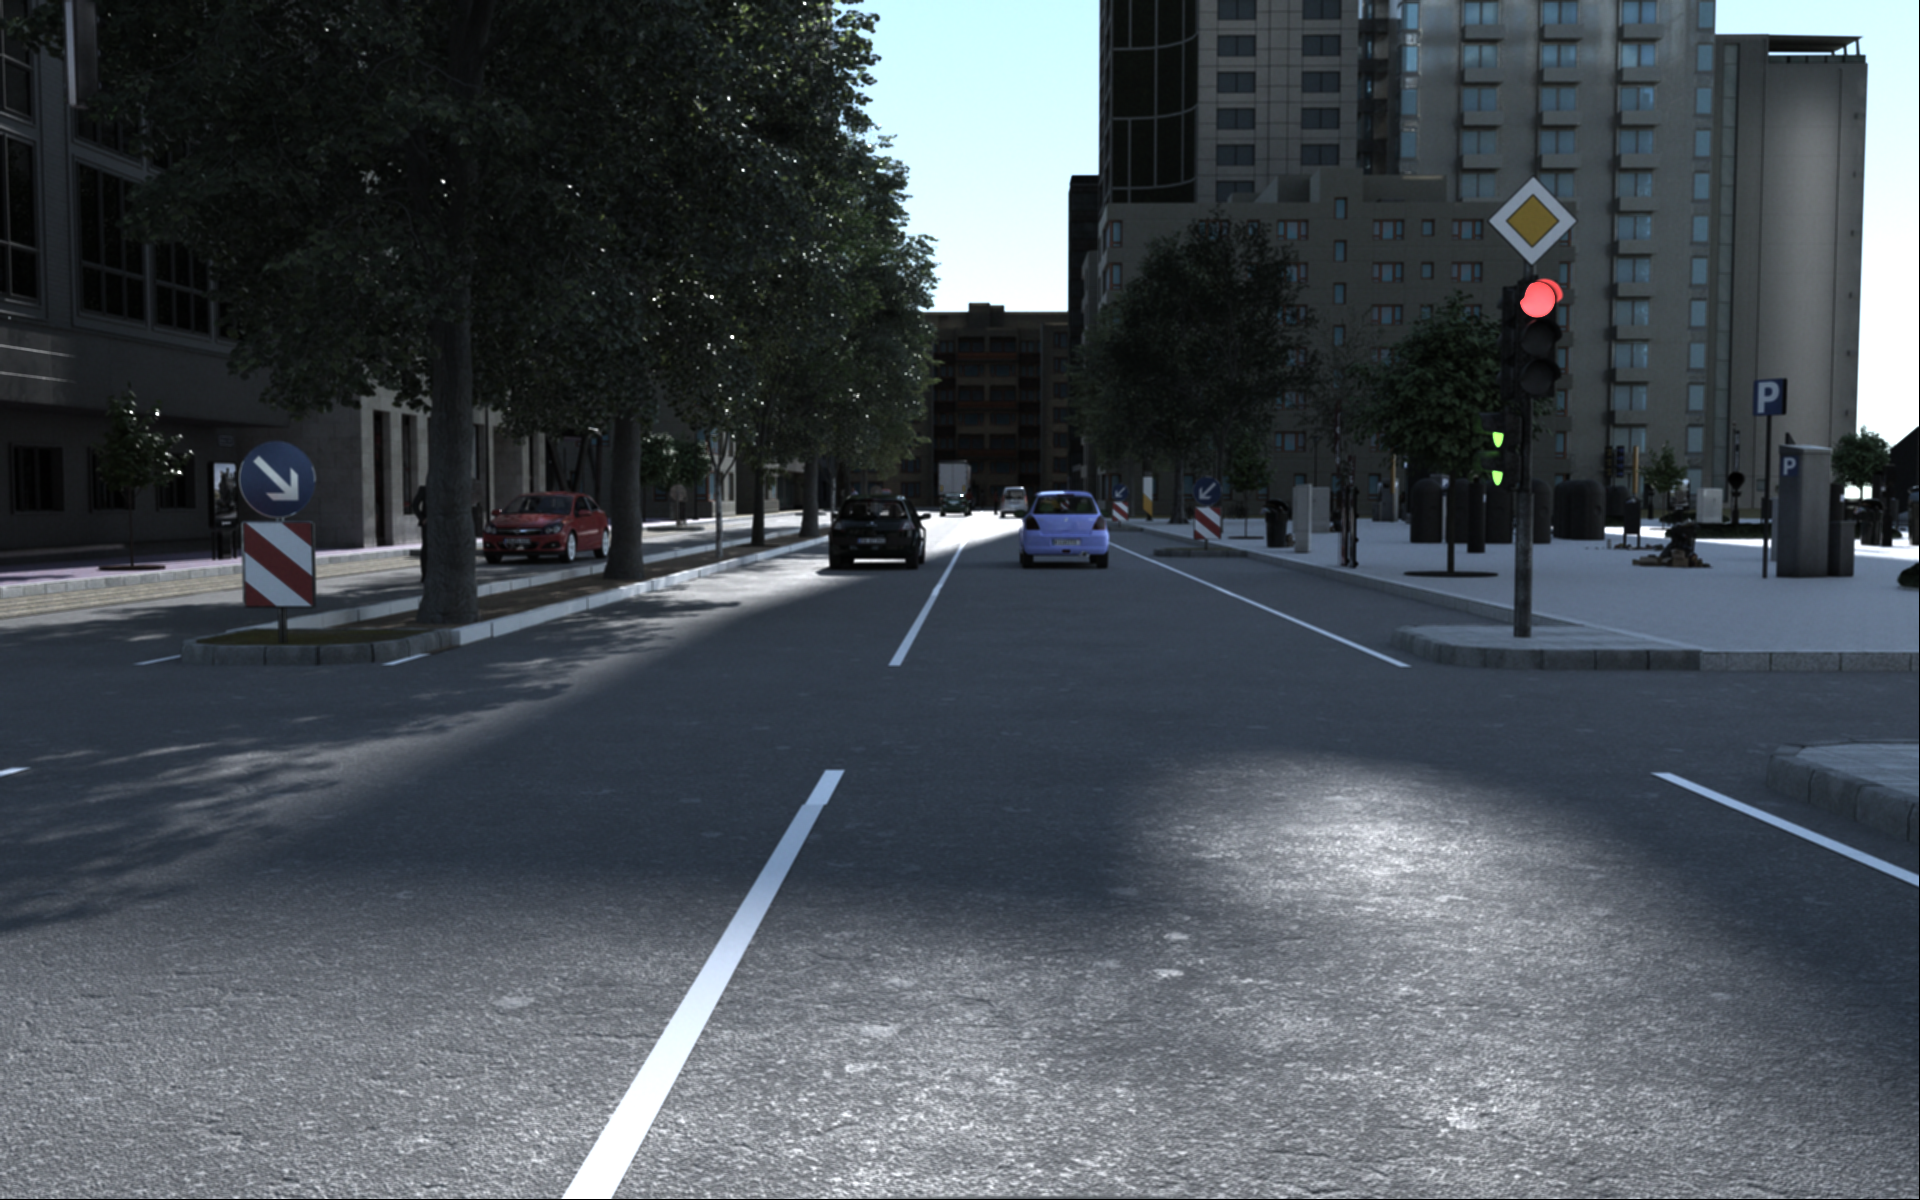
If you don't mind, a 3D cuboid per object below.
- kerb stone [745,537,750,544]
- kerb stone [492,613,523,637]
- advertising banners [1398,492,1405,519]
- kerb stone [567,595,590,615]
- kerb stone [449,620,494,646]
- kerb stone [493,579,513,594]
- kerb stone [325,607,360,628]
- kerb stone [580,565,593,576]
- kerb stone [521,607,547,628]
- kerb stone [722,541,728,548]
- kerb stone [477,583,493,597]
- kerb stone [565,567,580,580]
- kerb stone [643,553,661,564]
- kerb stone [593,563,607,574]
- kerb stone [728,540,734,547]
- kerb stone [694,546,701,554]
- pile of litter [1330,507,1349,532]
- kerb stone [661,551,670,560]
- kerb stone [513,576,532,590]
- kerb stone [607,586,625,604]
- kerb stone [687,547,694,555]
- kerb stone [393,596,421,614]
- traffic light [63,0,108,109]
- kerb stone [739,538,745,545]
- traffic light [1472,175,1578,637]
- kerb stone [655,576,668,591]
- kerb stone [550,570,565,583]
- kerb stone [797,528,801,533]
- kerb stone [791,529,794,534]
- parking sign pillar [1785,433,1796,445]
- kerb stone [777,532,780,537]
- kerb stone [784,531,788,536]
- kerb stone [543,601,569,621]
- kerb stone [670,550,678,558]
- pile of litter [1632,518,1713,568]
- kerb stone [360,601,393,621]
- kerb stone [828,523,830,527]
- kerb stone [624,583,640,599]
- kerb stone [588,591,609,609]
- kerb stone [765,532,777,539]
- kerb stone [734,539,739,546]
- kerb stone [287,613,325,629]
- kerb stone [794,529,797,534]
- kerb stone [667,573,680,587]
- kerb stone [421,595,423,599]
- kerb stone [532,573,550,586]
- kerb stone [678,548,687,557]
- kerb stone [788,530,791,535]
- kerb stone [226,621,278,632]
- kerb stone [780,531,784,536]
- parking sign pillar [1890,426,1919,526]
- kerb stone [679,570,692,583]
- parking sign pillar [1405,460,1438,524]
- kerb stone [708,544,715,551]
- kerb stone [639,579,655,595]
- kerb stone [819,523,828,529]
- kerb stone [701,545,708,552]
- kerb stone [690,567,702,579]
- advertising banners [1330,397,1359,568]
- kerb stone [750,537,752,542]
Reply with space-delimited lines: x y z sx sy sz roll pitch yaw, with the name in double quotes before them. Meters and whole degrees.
"kerb stone" -6.237 -1.678 49.676 0.120 0.150 1.000 0 4 1
"kerb stone" -4.723 0.267 17.829 0.120 0.150 1.000 0 4 1
"advertising banners" 23.248 -5.646 88.501 2.074 3.025 0.090 2 4 26
"kerb stone" -4.679 0.079 20.905 0.120 0.150 1.000 0 4 1
"kerb stone" -4.756 0.330 16.808 0.120 0.150 1.000 0 4 1
"kerb stone" -6.699 -0.175 25.052 0.120 0.150 1.000 0 4 1
"kerb stone" -6.813 0.202 18.890 0.120 0.150 1.000 0 4 1
"kerb stone" -6.612 -0.488 30.179 0.120 0.150 1.000 0 4 1
"kerb stone" -4.709 0.209 18.852 0.120 0.150 1.000 0 4 1
"kerb stone" -6.314 -1.430 45.569 0.120 0.150 1.000 0 4 1
"kerb stone" -6.719 -0.111 24.030 0.120 0.150 1.000 0 4 1
"kerb stone" -6.621 -0.425 29.145 0.120 0.150 1.000 0 4 1
"kerb stone" -6.487 -0.865 36.338 0.120 0.150 1.000 0 4 1
"kerb stone" -6.577 -0.551 31.204 0.120 0.150 1.000 0 4 1
"kerb stone" -6.291 -1.492 46.595 0.120 0.150 1.000 0 4 1
"kerb stone" -6.395 -1.178 41.475 0.120 0.150 1.000 0 4 1
"pile of litter" 12.582 -2.721 58.449 1.719 0.858 1.176 -1 4 -15
"kerb stone" -6.472 -0.922 37.362 0.120 0.150 1.000 0 4 1
"kerb stone" -6.673 -0.235 26.074 0.120 0.150 1.000 0 4 1
"kerb stone" -4.636 -0.046 22.953 0.120 0.150 1.000 0 4 1
"kerb stone" -6.414 -1.115 40.448 0.120 0.150 1.000 0 4 1
"kerb stone" -6.772 0.077 20.943 0.120 0.150 1.000 0 4 1
"traffic light" -10.229 -2.513 15.756 4.771 5.953 1.251 0 4 1
"kerb stone" -6.255 -1.613 48.649 0.120 0.150 1.000 0 4 1
"traffic light" 5.037 -1.623 15.456 0.839 4.253 0.868 0 4 1
"kerb stone" -4.575 -0.235 26.030 0.120 0.150 1.000 0 4 1
"kerb stone" -6.641 -0.362 28.118 0.120 0.150 1.000 0 4 1
"kerb stone" -5.993 -2.495 62.992 0.120 0.150 1.000 0 4 1
"kerb stone" -6.034 -2.365 60.949 0.120 0.150 1.000 0 4 1
"parking sign pillar" 36.914 -5.386 76.526 1.447 3.967 1.447 -3 5 -41
"kerb stone" -6.109 -2.119 56.850 0.120 0.150 1.000 0 4 1
"kerb stone" -6.071 -2.243 58.904 0.120 0.150 1.000 0 4 1
"kerb stone" -4.695 0.142 19.874 0.120 0.150 1.000 0 4 1
"kerb stone" -6.456 -0.990 38.388 0.120 0.150 1.000 0 4 1
"pile of litter" 12.662 -1.028 30.780 1.176 0.858 1.719 0 4 3
"kerb stone" -6.784 0.146 19.915 0.120 0.150 1.000 0 4 1
"kerb stone" -5.791 -3.186 74.281 0.120 0.150 1.000 0 4 1
"kerb stone" -4.620 -0.109 23.975 0.120 0.150 1.000 0 4 1
"kerb stone" -4.653 0.016 21.931 0.120 0.150 1.000 0 4 1
"kerb stone" -6.117 -2.057 55.824 0.120 0.150 1.000 0 4 1
"kerb stone" -6.273 -1.555 47.618 0.120 0.150 1.000 0 4 1
"kerb stone" -6.824 0.265 17.858 0.120 0.150 1.000 0 4 1
"kerb stone" -6.022 -2.433 61.971 0.120 0.150 1.000 0 4 1
"kerb stone" -4.557 -0.297 27.057 0.120 0.150 1.000 0 4 1
"kerb stone" -6.754 0.014 21.986 0.120 0.150 1.000 0 4 1
"kerb stone" -6.647 -0.295 27.096 0.120 0.150 1.000 0 4 1
"kerb stone" -6.429 -1.054 39.426 0.120 0.150 1.000 0 4 1
"kerb stone" -6.054 -2.308 59.926 0.120 0.150 1.000 0 4 1
"kerb stone" -6.854 0.335 16.837 0.120 0.150 1.000 0 4 1
"kerb stone" -6.094 -2.183 57.882 0.120 0.150 1.000 0 4 1
"parking sign pillar" 37.848 -4.939 69.230 1.447 3.967 1.447 -1 4 -18
"kerb stone" -4.540 -0.360 28.080 0.120 0.150 1.000 0 4 1
"parking sign pillar" 19.965 -5.269 74.613 1.447 3.967 1.447 3 4 38
"kerb stone" -6.351 -1.303 43.523 0.120 0.150 1.000 0 4 1
"kerb stone" -4.602 -0.171 24.997 0.120 0.150 1.000 0 4 1
"kerb stone" -5.809 -3.123 73.257 0.120 0.150 1.000 0 4 1
"kerb stone" -6.381 -1.242 42.497 0.120 0.150 1.000 0 4 1
"kerb stone" -4.529 -0.423 29.105 0.120 0.150 1.000 0 4 1
"advertising banners" 6.853 -2.116 30.784 0.090 3.025 2.074 0 4 2
"kerb stone" -6.224 -1.741 50.698 0.120 0.150 1.000 0 4 1
